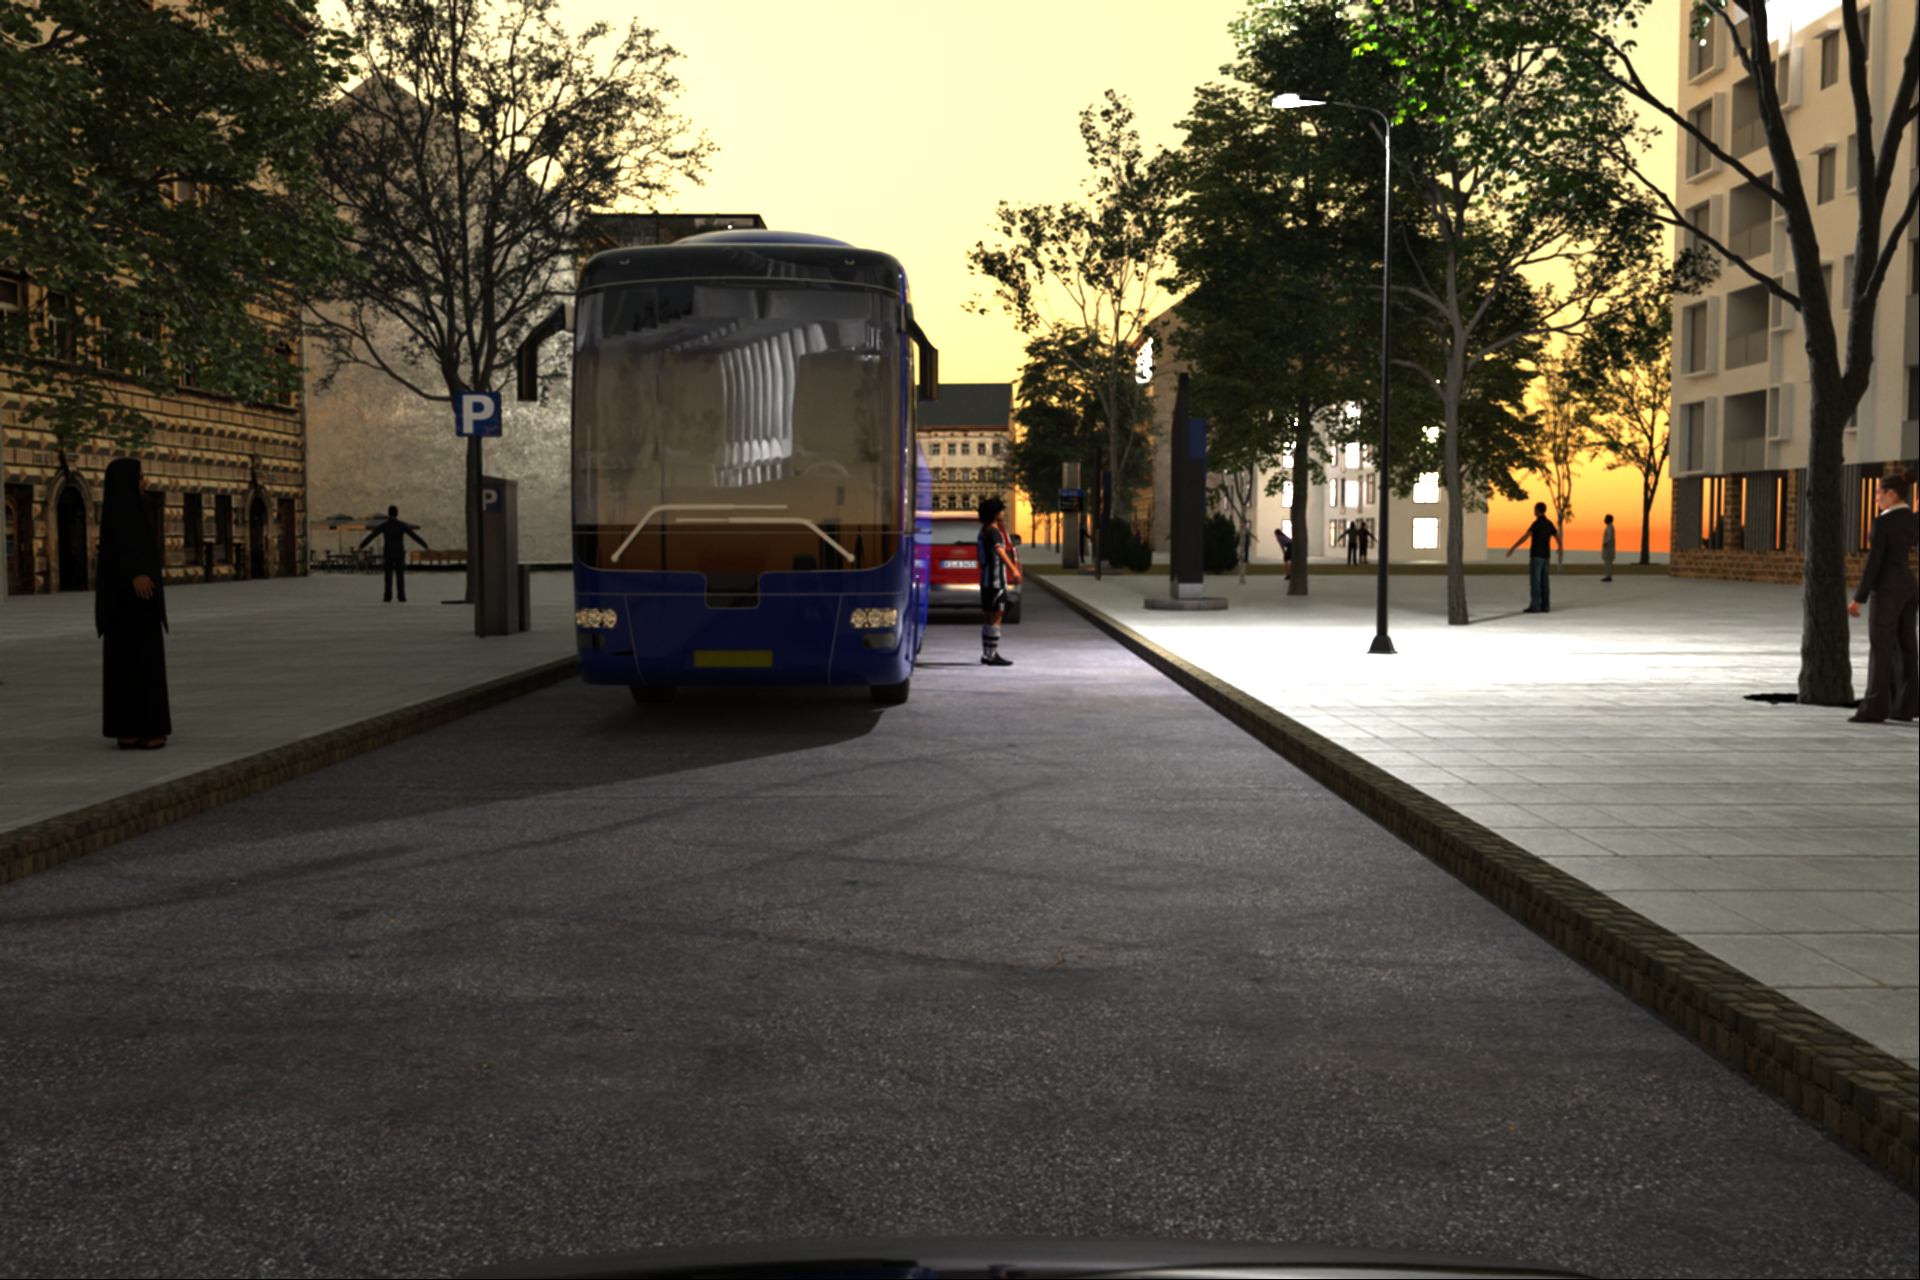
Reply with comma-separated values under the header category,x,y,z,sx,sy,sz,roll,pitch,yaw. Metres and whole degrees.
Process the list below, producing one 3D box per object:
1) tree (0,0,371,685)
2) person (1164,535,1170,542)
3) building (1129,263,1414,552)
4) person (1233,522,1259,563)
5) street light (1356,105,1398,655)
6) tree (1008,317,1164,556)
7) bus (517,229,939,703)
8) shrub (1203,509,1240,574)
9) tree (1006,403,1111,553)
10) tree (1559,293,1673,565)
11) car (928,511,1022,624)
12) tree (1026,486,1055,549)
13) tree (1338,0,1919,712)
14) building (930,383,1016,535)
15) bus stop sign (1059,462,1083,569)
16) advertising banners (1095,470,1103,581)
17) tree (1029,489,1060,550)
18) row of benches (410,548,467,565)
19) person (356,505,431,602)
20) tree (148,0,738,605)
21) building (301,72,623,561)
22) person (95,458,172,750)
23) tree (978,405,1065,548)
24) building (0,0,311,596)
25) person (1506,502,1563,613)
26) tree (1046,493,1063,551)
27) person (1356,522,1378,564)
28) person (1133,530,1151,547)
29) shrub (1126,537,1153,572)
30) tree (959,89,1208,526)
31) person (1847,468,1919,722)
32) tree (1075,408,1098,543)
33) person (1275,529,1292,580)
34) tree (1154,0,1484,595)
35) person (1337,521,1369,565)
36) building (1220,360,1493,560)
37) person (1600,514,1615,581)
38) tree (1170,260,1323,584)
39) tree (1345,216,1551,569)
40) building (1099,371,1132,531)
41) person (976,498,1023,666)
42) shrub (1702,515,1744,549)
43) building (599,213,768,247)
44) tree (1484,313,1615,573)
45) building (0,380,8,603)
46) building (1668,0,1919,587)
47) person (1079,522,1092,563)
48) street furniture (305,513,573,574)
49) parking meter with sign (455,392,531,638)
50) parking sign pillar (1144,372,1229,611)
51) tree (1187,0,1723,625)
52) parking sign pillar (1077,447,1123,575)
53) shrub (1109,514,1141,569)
category,x,y,z,sx,sy,sz,roll,pitch,yaw
tree,-8.718,-5.863,13.980,7.486,12.596,7.792,0,3,0
person,10.944,-4.971,87.053,1.354,1.856,0.705,-1,4,-10
building,23.246,-18.484,133.143,19.493,23.208,18.063,0,4,0
person,12.525,-4.295,76.087,1.347,1.847,0.705,-2,4,-27
street light,5.071,-2.805,18.404,1.470,5.913,1.316,0,4,0
tree,7.131,-11.841,100.261,9.857,13.997,8.962,0,3,0
bus,-1.622,-1.614,17.943,2.896,3.916,12.251,0,4,0
shrub,8.206,-3.135,55.291,1.661,2.075,1.752,0,3,0
tree,6.861,-11.183,117.256,8.767,10.594,7.601,3,5,41
tree,29.085,-8.990,72.750,9.928,11.665,9.643,0,3,0
car,-0.066,-1.256,29.208,2.281,1.827,5.304,0,4,-1
tree,7.254,-12.032,147.088,4.360,8.622,3.978,0,3,0
tree,6.622,-5.330,12.897,9.928,11.665,9.643,0,3,0
building,-1.426,-25.519,250.618,18.063,23.208,19.493,0,4,5
bus stop sign,4.084,-4.571,63.751,0.837,3.901,0.837,0,3,0
advertising banners,3.871,-3.183,48.223,0.090,3.025,2.074,0,4,0
tree,7.043,-11.547,139.149,4.360,8.622,3.978,0,3,0
row of benches,-21.432,-3.555,73.588,1.422,0.672,4.104,3,4,37
person,-10.735,-1.639,32.845,1.345,1.823,0.704,-1,4,-18
tree,-9.029,-7.423,31.735,12.009,13.543,11.850,0,3,0
building,-27.481,-15.952,91.750,19.493,23.208,18.063,0,4,0
person,-4.899,-0.222,10.420,0.721,1.737,1.214,-1,4,-22
tree,6.831,-15.236,159.479,12.009,13.543,11.850,0,3,0
building,-28.794,-12.943,42.542,19.493,23.208,18.063,0,4,-1
person,9.455,-1.351,28.310,1.348,1.803,0.705,-2,4,-33
tree,6.920,-10.974,129.793,4.737,8.622,4.395,0,3,0
person,17.510,-4.218,75.104,0.704,1.812,1.346,-3,4,-38
person,6.943,-3.544,67.217,0.991,1.433,0.599,2,4,30
shrub,5.998,-2.863,57.935,1.383,1.207,1.383,0,3,0
tree,6.045,-13.513,76.831,12.611,20.169,13.585,0,3,0
person,6.417,-0.313,11.955,0.445,1.727,0.742,2,4,33
tree,19.482,-24.013,248.505,12.611,20.169,13.585,0,3,0
person,9.166,-2.416,48.770,0.697,1.427,0.421,3,5,40
tree,7.442,-7.227,36.284,7.486,12.596,7.792,0,3,0
person,16.167,-3.987,71.321,1.348,1.813,0.705,0,3,0
building,21.191,-9.512,97.663,9.099,9.664,28.070,0,3,0
person,17.598,-2.507,47.079,0.704,1.819,1.344,1,4,18
tree,7.304,-5.765,44.620,4.737,8.622,4.395,0,3,0
tree,17.724,-8.843,62.707,7.486,12.596,7.792,0,3,0
building,24.870,-21.717,185.996,19.493,23.208,18.063,0,3,0
person,0.387,-0.632,18.942,0.704,1.843,1.345,-1,4,-14
shrub,27.791,-3.593,62.786,1.661,2.075,1.752,0,3,0
building,-23.551,-17.306,126.925,27.936,21.610,32.646,0,4,-1
tree,19.971,-6.506,56.731,4.360,8.622,3.978,0,3,0
building,-26.136,-9.151,16.084,16.747,18.905,31.486,0,4,0
building,26.091,-11.786,49.114,16.016,20.090,11.380,0,4,0
person,5.356,-4.320,76.825,1.347,1.806,0.705,3,4,39
street furniture,-22.302,-3.499,62.244,27.439,1.986,14.083,1,4,9
parking meter with sign,-5.911,-1.583,22.135,0.543,3.016,1.738,0,4,-1
parking sign pillar,3.879,-2.515,29.596,1.447,3.967,1.447,0,4,0
tree,6.707,-5.493,24.219,7.601,10.594,8.767,0,4,3
parking sign pillar,4.406,-4.022,54.235,1.447,3.967,1.447,0,4,-1
shrub,5.791,-3.626,63.712,1.690,2.028,1.600,0,3,0
